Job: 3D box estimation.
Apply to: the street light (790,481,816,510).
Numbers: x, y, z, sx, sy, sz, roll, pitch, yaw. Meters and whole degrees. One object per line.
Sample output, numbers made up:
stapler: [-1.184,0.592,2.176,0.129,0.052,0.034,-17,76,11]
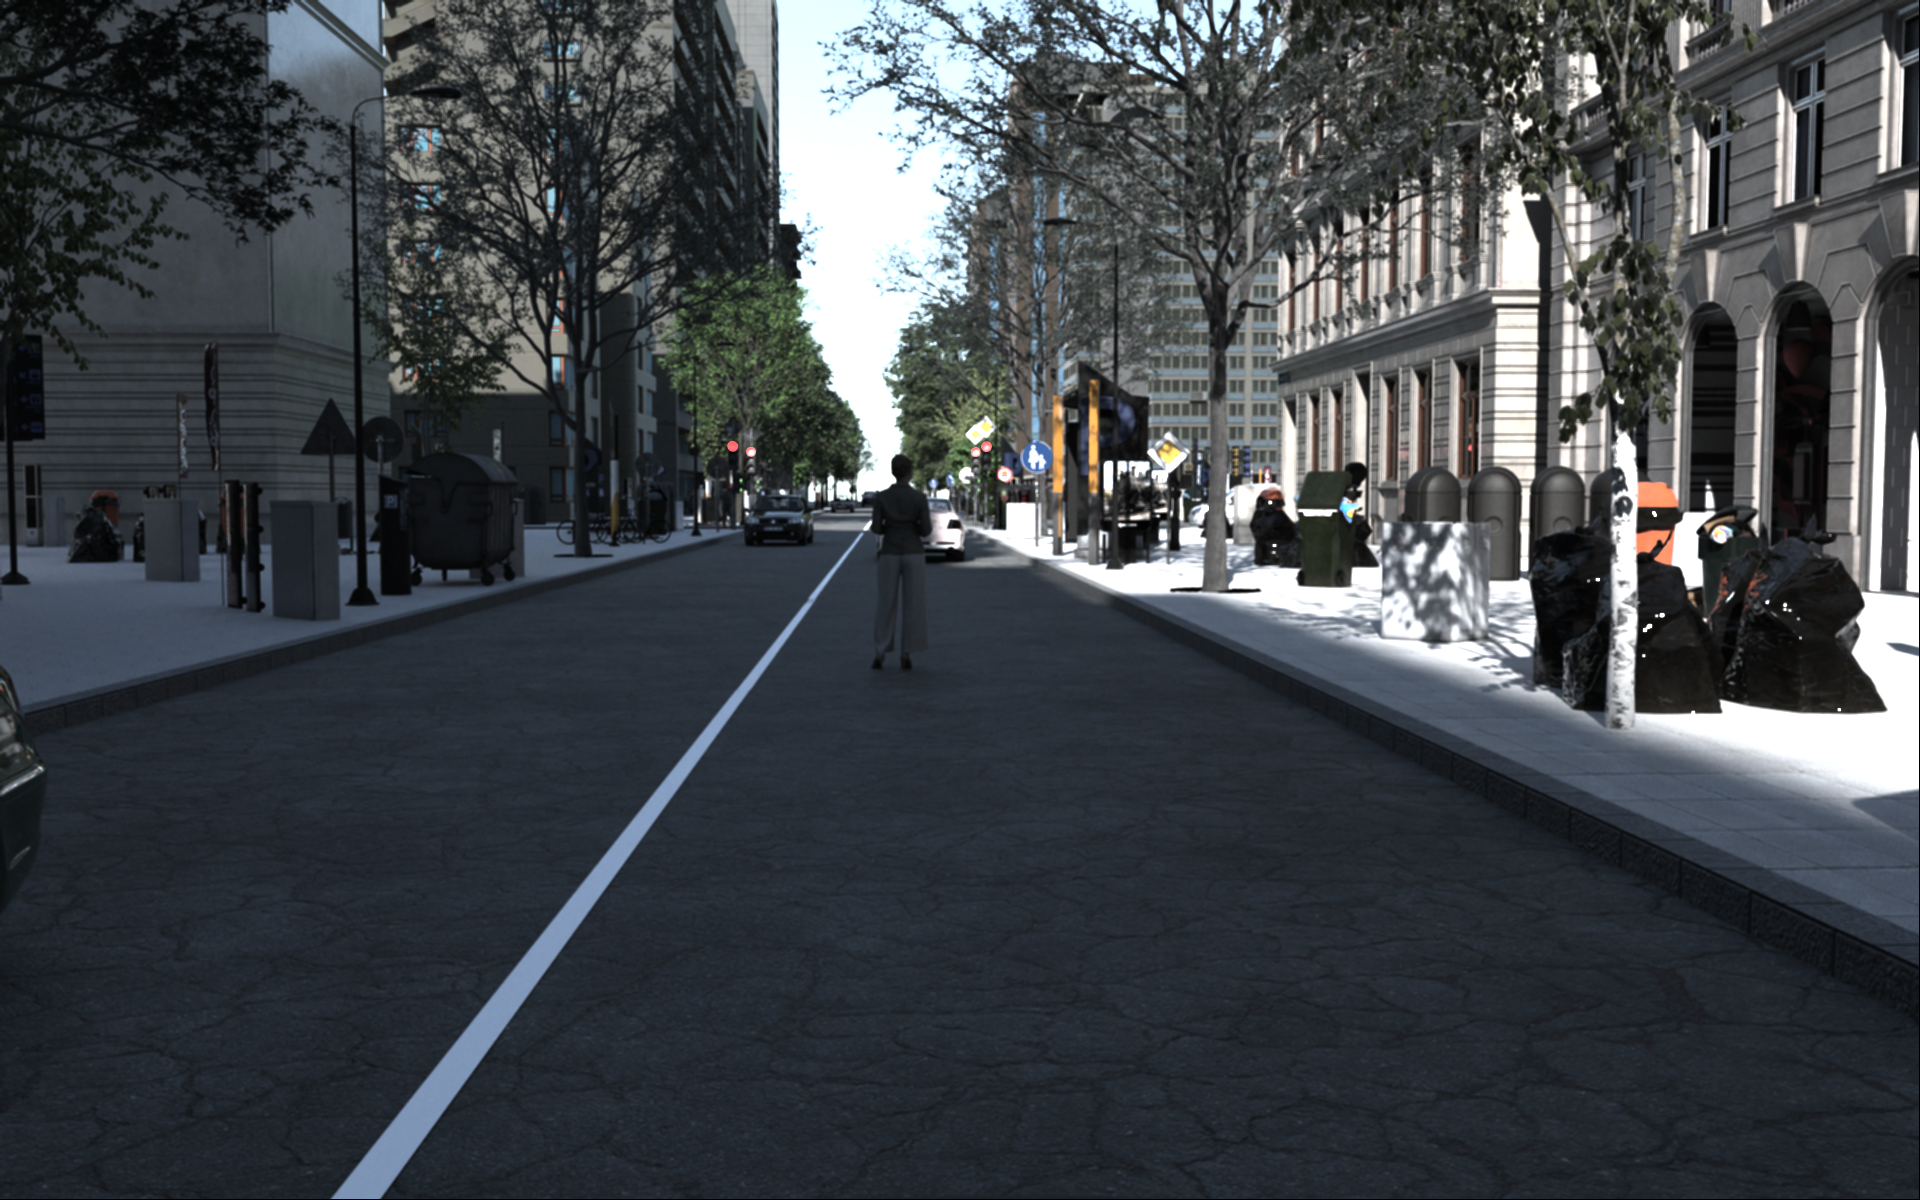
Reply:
street light: [-9.552,-8.006,103.444,1.470,5.913,1.316,0,4,-2]

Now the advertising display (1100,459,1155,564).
advertising display: [3.058,-1.631,31.887,0.974,1.923,0.123,-1,4,-14]

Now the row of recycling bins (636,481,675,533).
row of recycling bins: [-10.194,-3.105,57.877,1.069,1.692,3.534,0,4,-1]

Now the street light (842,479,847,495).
street light: [-12.536,-12.655,179.457,1.470,5.913,1.316,0,4,-2]

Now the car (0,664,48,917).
car: [-3.437,0.542,2.942,2.131,1.459,4.920,0,4,-2]

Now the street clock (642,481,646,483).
street clock: [-16.845,-5.414,93.091,0.471,2.002,0.358,2,4,32]

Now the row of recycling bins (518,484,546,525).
row of recycling bins: [-18.078,-4.048,73.297,1.069,1.692,3.534,-1,4,-19]

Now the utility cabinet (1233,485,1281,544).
utility cabinet: [7.513,-2.152,43.856,1.173,1.500,0.318,-1,4,-17]

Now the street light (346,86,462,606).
street light: [-6.371,-2.895,19.874,1.470,5.913,1.316,0,4,-2]

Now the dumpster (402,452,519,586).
dumpster: [-7.128,-1.163,24.779,1.264,1.857,1.865,0,4,-2]

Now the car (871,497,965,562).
car: [-0.900,-1.572,38.060,2.083,1.381,4.827,0,4,-3]

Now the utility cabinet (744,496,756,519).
utility cabinet: [-8.901,-3.796,73.220,0.306,1.237,1.020,1,4,12]

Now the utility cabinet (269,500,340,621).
utility cabinet: [-6.785,-0.415,17.952,0.306,1.237,1.020,-3,5,-44]

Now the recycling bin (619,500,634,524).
recycling bin: [-14.510,-3.816,74.952,0.722,1.027,0.722,-1,4,-19]

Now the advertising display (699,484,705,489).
advertising display: [-17.010,-6.667,114.226,0.123,1.923,0.974,-1,4,-23]

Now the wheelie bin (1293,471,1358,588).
wheelie bin: [5.069,-0.984,23.995,0.980,1.594,0.693,3,4,38]

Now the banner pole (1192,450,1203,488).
banner pole: [11.945,-5.965,87.548,0.401,3.779,0.863,-3,5,-40]

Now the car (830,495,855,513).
car: [-9.027,-7.388,133.375,1.945,1.354,3.894,0,4,-2]

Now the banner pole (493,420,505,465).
banner pole: [-15.633,-4.212,58.883,0.863,3.779,0.401,3,5,43]

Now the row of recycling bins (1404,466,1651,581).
row of recycling bins: [8.436,-1.141,25.765,3.534,1.692,1.069,1,4,9]

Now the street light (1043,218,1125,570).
street light: [2.091,-3.471,29.284,1.470,5.913,1.316,0,4,-2]

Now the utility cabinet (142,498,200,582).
utility cabinet: [-11.660,-0.885,25.625,1.020,1.237,0.306,2,4,35]

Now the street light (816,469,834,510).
street light: [-10.868,-10.029,136.518,1.470,5.913,1.316,0,4,-2]

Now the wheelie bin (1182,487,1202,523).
wheelie bin: [10.377,-4.276,77.828,0.980,1.594,0.693,-3,4,-36]

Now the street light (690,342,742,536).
street light: [-7.547,-4.918,52.953,1.470,5.913,1.316,0,4,-2]

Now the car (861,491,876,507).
car: [-10.198,-11.559,197.654,2.281,1.827,5.304,0,4,-2]

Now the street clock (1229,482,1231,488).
street clock: [14.846,-5.635,96.694,0.471,2.002,0.358,-1,4,-8]

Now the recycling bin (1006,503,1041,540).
recycling bin: [1.796,-2.222,48.887,0.722,1.027,0.722,-3,5,-41]

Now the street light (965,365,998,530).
street light: [0.765,-5.493,62.357,1.470,5.913,1.316,0,4,-2]

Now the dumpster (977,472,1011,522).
dumpster: [1.503,-4.584,77.446,1.502,2.255,1.985,0,4,-2]

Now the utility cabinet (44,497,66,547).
utility cabinet: [-22.094,-1.904,42.290,0.306,1.237,1.020,-1,4,-18]

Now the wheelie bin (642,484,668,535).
wheelie bin: [-9.584,-2.843,54.395,0.693,1.594,0.980,-2,4,-34]

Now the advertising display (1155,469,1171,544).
advertising display: [4.980,-2.428,44.905,0.974,1.923,0.123,0,4,-1]

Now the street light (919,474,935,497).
street light: [-2.881,-11.181,155.356,1.470,5.913,1.316,0,4,-2]

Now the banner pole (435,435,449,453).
banner pole: [-21.713,-5.065,72.834,0.401,3.779,0.863,3,4,37]

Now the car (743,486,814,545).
car: [-5.150,-2.430,49.519,2.009,1.686,4.222,0,4,-1]

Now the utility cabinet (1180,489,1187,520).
utility cabinet: [10.971,-4.564,83.296,0.318,1.500,1.173,2,4,32]

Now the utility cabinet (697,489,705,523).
utility cabinet: [-11.420,-4.102,75.752,0.318,1.500,1.173,0,4,1]

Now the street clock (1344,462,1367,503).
street clock: [9.023,-2.141,39.576,0.471,2.002,0.358,-1,4,-20]

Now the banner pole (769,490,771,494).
banner pole: [-11.525,-7.031,104.967,0.401,3.779,0.863,0,4,-7]

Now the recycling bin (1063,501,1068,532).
recycling bin: [3.984,-2.871,59.493,0.722,1.027,0.722,2,4,23]

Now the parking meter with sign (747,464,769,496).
parking meter with sign: [-11.612,-6.173,97.188,1.738,3.016,0.543,-1,4,-15]

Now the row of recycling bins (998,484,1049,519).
row of recycling bins: [2.468,-3.998,72.478,1.069,1.692,3.534,2,4,25]

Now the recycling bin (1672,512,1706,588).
recycling bin: [9.734,-0.690,23.839,0.722,1.027,0.722,-2,4,-28]

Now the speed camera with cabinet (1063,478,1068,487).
speed camera with cabinet: [5.410,-6.360,98.313,2.038,3.252,0.660,-3,5,-43]

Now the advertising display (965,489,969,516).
advertising display: [0.390,-6.000,103.306,0.123,1.923,0.974,0,4,-7]

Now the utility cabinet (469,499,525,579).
utility cabinet: [-7.123,-0.947,26.648,0.306,1.237,1.020,1,4,23]

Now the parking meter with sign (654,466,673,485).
parking meter with sign: [-18.321,-6.874,108.656,0.543,3.016,1.738,1,4,20]

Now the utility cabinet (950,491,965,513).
utility cabinet: [-0.088,-6.622,116.956,1.173,1.500,0.318,1,4,15]

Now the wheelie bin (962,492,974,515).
wheelie bin: [0.560,-6.061,107.006,0.693,1.594,0.980,2,4,25]

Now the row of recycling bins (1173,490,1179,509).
row of recycling bins: [12.728,-6.493,113.272,3.534,1.692,1.069,-2,4,-29]

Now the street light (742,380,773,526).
street light: [-8.290,-5.983,70.368,1.470,5.913,1.316,0,4,-2]

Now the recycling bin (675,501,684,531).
recycling bin: [-10.130,-2.942,60.651,0.722,1.027,0.722,1,4,11]

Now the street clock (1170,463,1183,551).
street clock: [4.862,-2.116,39.163,0.358,2.002,0.471,2,4,24]

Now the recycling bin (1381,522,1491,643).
recycling bin: [4.215,-0.171,15.345,0.722,1.027,0.722,3,5,41]

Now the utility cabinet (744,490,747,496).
utility cabinet: [-12.349,-5.742,102.562,1.173,1.500,0.318,0,4,-6]

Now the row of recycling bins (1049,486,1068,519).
row of recycling bins: [5.570,-4.871,86.752,1.069,1.692,3.534,-3,5,-43]
